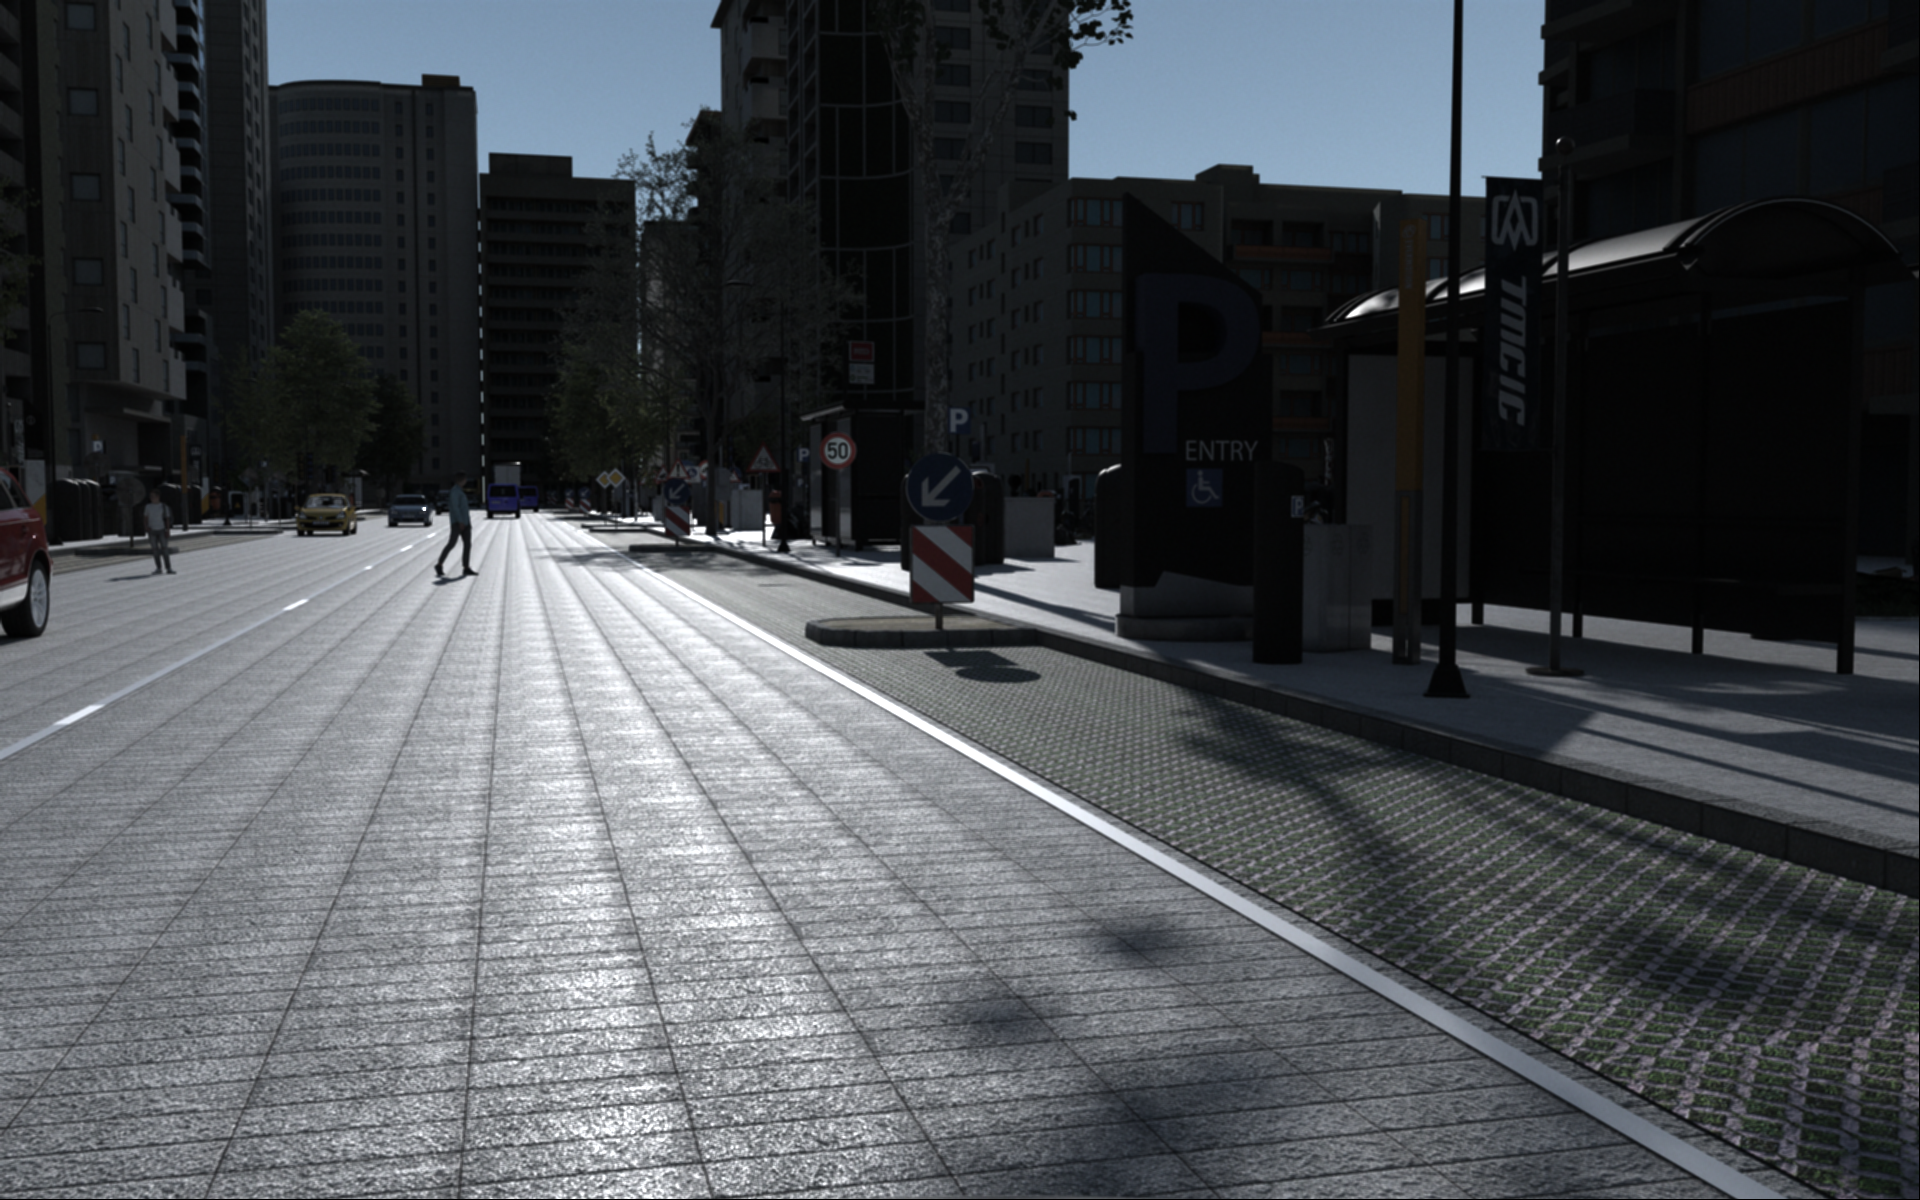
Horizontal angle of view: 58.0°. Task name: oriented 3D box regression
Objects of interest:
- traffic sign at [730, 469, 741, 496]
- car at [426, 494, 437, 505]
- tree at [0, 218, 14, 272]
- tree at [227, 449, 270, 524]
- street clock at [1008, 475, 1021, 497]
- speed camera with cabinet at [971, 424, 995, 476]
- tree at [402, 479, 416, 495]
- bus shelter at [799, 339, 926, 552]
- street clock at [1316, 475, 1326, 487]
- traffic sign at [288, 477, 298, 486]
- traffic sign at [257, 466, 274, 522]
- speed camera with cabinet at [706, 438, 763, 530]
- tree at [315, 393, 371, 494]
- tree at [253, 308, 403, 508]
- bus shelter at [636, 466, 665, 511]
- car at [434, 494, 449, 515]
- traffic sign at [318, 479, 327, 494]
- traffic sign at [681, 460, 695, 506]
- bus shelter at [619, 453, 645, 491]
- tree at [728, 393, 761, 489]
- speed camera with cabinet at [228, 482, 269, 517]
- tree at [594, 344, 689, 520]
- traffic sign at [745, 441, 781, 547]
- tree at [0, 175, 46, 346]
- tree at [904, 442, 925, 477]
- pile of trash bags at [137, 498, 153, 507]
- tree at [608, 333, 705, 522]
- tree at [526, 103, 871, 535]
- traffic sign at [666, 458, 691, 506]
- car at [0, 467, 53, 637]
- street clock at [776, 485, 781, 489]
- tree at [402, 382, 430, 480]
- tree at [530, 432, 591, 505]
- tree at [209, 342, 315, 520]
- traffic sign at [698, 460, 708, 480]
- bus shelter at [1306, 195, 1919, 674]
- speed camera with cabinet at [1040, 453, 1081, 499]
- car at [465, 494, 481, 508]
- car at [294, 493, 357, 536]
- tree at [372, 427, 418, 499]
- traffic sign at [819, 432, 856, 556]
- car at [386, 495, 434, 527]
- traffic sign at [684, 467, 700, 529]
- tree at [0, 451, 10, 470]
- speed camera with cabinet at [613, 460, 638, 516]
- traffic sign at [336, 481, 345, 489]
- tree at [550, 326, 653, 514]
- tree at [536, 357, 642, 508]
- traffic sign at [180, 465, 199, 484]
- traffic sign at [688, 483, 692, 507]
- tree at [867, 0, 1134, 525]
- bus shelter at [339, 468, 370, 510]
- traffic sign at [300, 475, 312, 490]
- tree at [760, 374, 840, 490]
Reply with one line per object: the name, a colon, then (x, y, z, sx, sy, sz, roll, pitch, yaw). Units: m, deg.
traffic sign: (-10.143, -4.687, 76.638, 0.884, 2.594, 0.081, -1, 4, -10)
car: (-62.297, -11.941, 205.025, 2.009, 1.686, 4.222, -1, 4, -14)
tree: (-18.965, -5.625, 26.374, 8.767, 10.594, 7.601, -1, 4, -18)
tree: (-30.950, -4.906, 74.814, 1.663, 3.219, 1.824, 0, 3, 0)
street clock: (2.061, -3.708, 65.193, 0.471, 2.002, 0.358, -3, 4, -36)
speed camera with cabinet: (-0.048, -3.349, 49.098, 2.038, 3.252, 0.660, 0, 4, -2)
tree: (-62.968, -12.370, 196.848, 1.663, 3.219, 1.824, 0, 3, 0)
bus shelter: (-2.627, -3.982, 42.735, 2.179, 5.291, 8.768, -1, 4, -14)
street clock: (13.637, -3.713, 65.285, 0.358, 2.002, 0.471, -1, 4, -16)
traffic sign: (-49.561, -7.867, 128.729, 0.768, 2.556, 0.104, -1, 4, -9)
traffic sign: (-31.526, -4.802, 78.624, 0.768, 2.556, 0.104, -1, 4, -12)
speed camera with cabinet: (-8.055, -4.133, 61.907, 2.038, 3.252, 0.660, -3, 5, -40)
tree: (-43.642, -10.394, 120.303, 4.737, 8.622, 4.395, 0, 3, 0)
tree: (-39.049, -11.485, 105.909, 7.486, 12.596, 7.792, 0, 3, 0)
bus shelter: (-22.618, -8.150, 127.171, 2.014, 3.302, 5.546, -1, 4, -15)
car: (-35.474, -6.756, 120.247, 2.009, 1.686, 4.222, -1, 4, -14)
traffic sign: (-49.467, -8.136, 134.211, 0.795, 2.450, 0.064, -1, 4, -10)
traffic sign: (-10.164, -3.917, 64.150, 0.768, 2.556, 0.104, -1, 4, -8)
bus shelter: (-26.365, -9.815, 138.107, 2.179, 5.291, 8.768, -1, 4, -14)
tree: (-14.163, -10.455, 121.304, 4.737, 8.622, 4.395, 0, 3, 0)
speed camera with cabinet: (-39.322, -6.201, 95.721, 2.038, 3.252, 0.660, -1, 4, -18)
tree: (-15.572, -8.188, 84.237, 4.360, 8.622, 3.978, 0, 3, 0)
traffic sign: (-4.798, -2.588, 42.312, 0.884, 2.594, 0.081, -1, 4, -13)
tree: (-20.976, -5.210, 35.541, 4.737, 8.622, 4.395, 0, 3, 0)
tree: (-1.208, -4.186, 63.040, 1.663, 3.219, 1.824, 0, 3, 0)
pile of trash bags: (-48.797, -5.750, 103.766, 3.447, 1.369, 1.912, 0, 4, -5)
tree: (-13.769, -7.844, 78.618, 4.737, 8.622, 4.395, 0, 3, 0)
tree: (-7.716, -8.785, 54.004, 12.009, 13.543, 11.850, 0, 3, 0)
traffic sign: (-10.028, -3.772, 61.676, 0.884, 2.594, 0.081, 0, 4, -7)
car: (-9.887, -0.431, 15.723, 2.281, 1.827, 5.304, -1, 4, -13)
street clock: (-14.156, -8.015, 135.607, 0.358, 2.002, 0.471, 2, 4, 31)
tree: (-53.168, -14.915, 161.988, 7.486, 12.596, 7.792, 0, 3, 0)
tree: (-46.262, -17.679, 206.054, 9.611, 12.733, 9.660, 0, 3, 0)
tree: (-34.113, -8.171, 83.956, 4.737, 8.622, 4.395, 0, 3, 0)
traffic sign: (-9.330, -3.914, 64.096, 0.768, 2.556, 0.104, -1, 4, -10)
bus shelter: (5.019, -1.255, 14.445, 2.014, 3.302, 5.546, -1, 4, -14)
speed camera with cabinet: (4.778, -5.383, 82.340, 2.038, 3.252, 0.660, -2, 4, -35)
car: (-50.999, -10.329, 180.670, 2.131, 1.459, 4.920, -1, 4, -13)
car: (-22.175, -3.085, 60.671, 2.015, 1.641, 3.980, -1, 4, -14)
tree: (-57.163, -13.604, 172.788, 4.737, 8.622, 4.395, 0, 3, 0)
traffic sign: (-2.509, -2.169, 35.568, 0.768, 2.556, 0.104, 0, 4, -5)
car: (-24.574, -4.004, 77.465, 2.014, 1.417, 4.499, -1, 4, -15)
traffic sign: (-9.789, -3.743, 63.328, 0.606, 2.300, 0.079, -1, 4, -9)
tree: (-45.483, -5.387, 82.671, 1.663, 3.219, 1.824, 0, 3, 0)
speed camera with cabinet: (-19.324, -6.467, 100.064, 0.660, 3.252, 2.038, 1, 4, 16)
traffic sign: (-48.450, -8.156, 135.477, 0.606, 2.300, 0.079, -1, 4, -9)
tree: (-23.206, -11.968, 113.807, 7.486, 12.596, 7.792, 0, 3, 0)
tree: (-32.733, -15.185, 154.935, 9.857, 13.997, 8.962, 0, 3, 0)
traffic sign: (-33.836, -4.647, 76.079, 0.768, 2.556, 0.104, 0, 4, -7)
traffic sign: (-15.516, -6.128, 100.299, 0.768, 2.556, 0.104, -1, 4, -13)
tree: (0.920, -10.406, 26.019, 12.611, 20.169, 13.585, 0, 3, 0)
bus shelter: (-48.556, -8.874, 139.011, 2.014, 3.302, 5.546, -1, 4, -15)
traffic sign: (-43.601, -7.056, 115.476, 0.768, 2.556, 0.104, -1, 4, -12)
tree: (-8.542, -9.312, 102.607, 4.737, 8.622, 4.395, 0, 3, 0)
